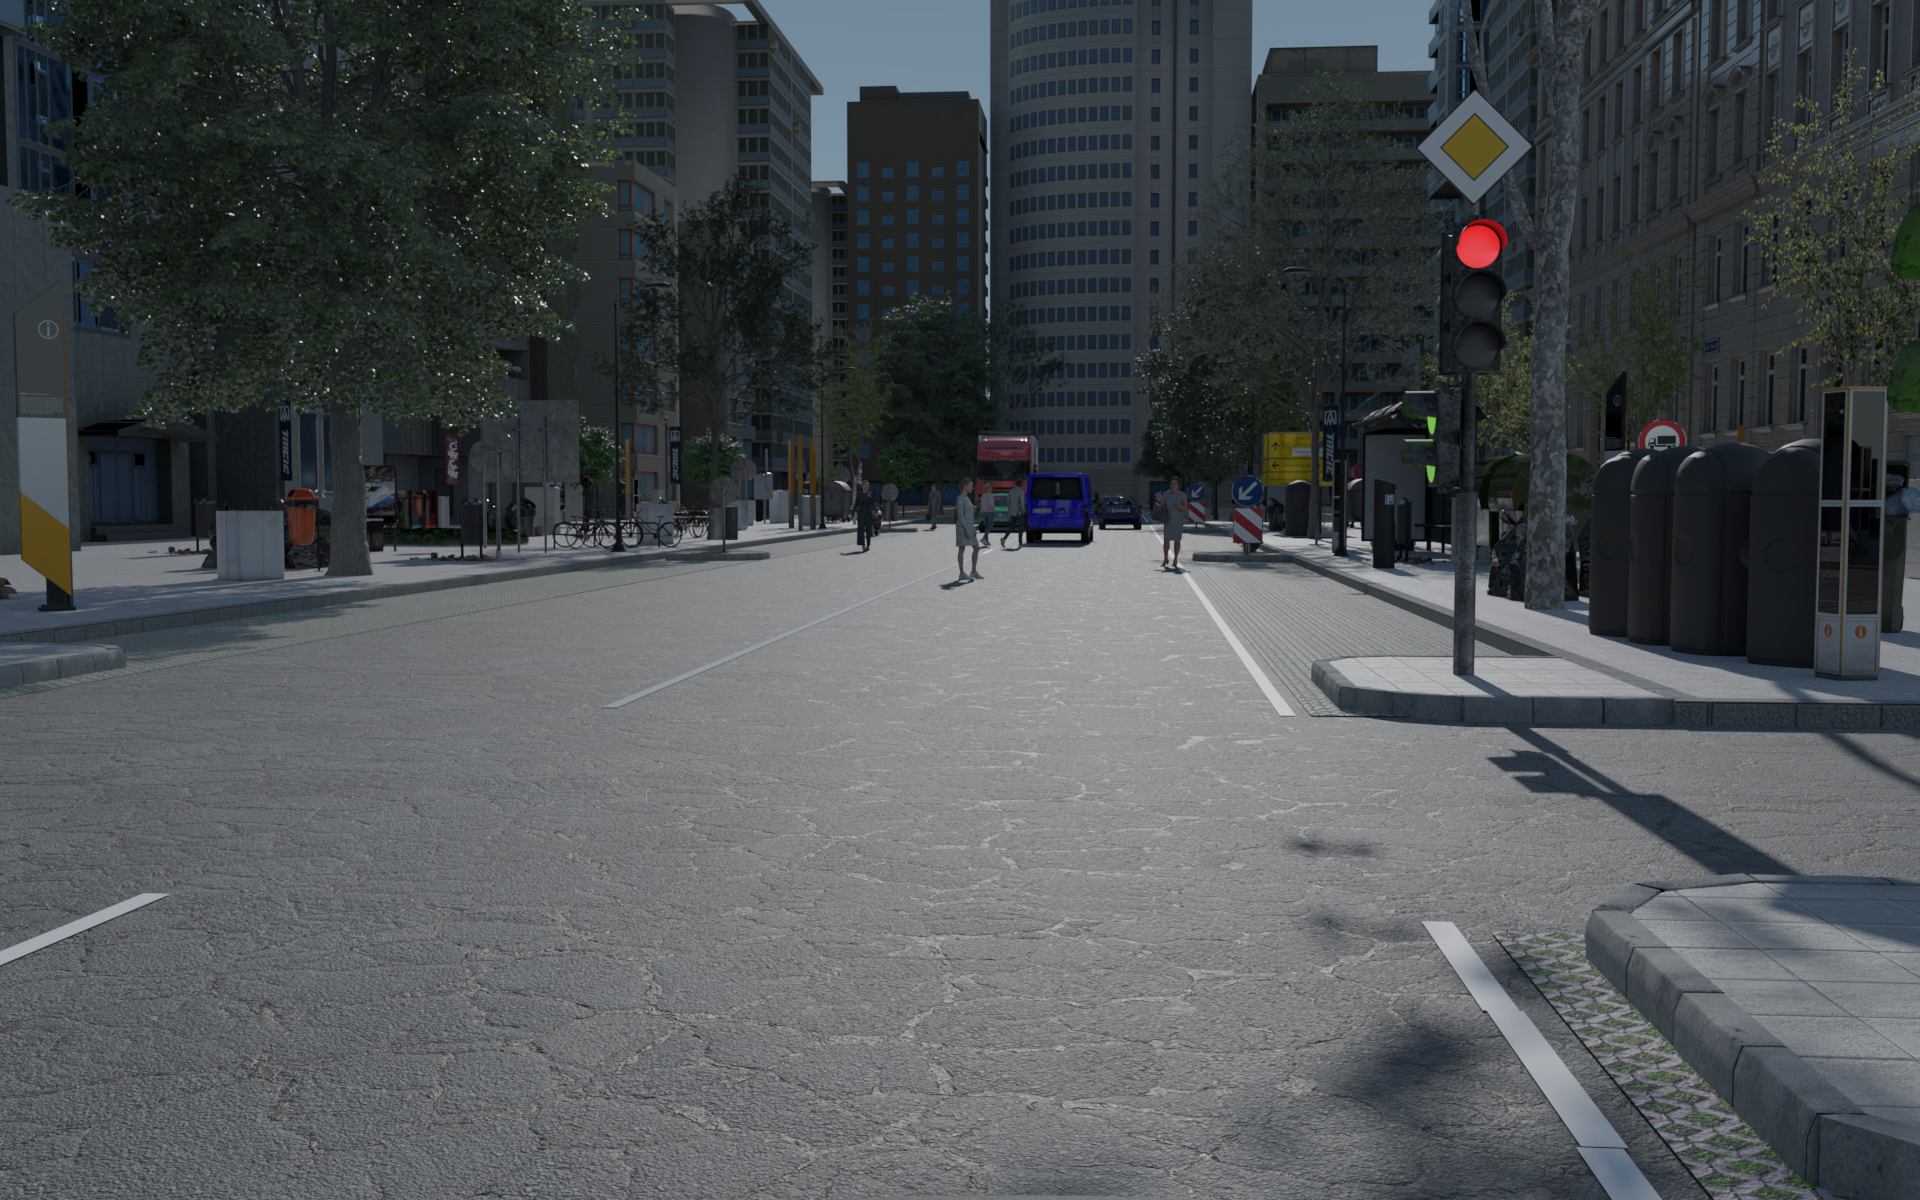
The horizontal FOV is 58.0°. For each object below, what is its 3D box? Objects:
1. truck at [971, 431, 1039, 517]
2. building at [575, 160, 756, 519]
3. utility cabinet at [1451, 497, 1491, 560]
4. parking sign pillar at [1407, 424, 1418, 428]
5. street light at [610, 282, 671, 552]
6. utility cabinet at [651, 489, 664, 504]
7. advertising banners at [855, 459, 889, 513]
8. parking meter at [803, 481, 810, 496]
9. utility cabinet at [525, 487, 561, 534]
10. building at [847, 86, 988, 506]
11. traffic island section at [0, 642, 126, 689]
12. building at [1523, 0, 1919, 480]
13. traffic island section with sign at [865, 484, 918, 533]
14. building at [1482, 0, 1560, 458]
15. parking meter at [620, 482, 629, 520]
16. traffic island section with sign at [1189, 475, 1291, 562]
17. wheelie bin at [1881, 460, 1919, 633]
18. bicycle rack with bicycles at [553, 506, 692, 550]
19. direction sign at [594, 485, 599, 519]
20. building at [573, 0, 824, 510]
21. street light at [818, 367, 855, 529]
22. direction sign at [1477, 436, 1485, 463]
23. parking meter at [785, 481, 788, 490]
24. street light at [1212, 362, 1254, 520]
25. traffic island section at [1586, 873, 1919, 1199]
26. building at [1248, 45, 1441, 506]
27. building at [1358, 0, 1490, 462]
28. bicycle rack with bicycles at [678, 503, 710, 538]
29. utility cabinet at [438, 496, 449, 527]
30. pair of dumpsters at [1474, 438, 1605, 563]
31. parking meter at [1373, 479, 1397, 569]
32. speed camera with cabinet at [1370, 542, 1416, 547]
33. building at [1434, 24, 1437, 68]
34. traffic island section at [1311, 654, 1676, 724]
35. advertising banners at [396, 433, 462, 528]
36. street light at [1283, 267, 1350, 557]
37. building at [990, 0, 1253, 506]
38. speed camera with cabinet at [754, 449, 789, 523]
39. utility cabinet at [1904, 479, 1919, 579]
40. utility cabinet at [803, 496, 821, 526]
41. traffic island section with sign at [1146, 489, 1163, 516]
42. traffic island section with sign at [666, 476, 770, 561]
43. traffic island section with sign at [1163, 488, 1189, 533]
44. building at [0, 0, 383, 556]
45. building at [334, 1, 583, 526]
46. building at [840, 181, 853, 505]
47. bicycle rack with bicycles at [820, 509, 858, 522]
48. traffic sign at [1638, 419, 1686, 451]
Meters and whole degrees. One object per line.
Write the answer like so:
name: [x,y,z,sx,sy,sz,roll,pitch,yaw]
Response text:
truck: [2.195,-5.494,78.743,2.839,4.237,11.283,0,4,4]
building: [-29.190,-15.931,105.511,27.650,21.520,28.899,0,4,5]
utility cabinet: [10.078,-1.372,33.597,1.020,1.237,0.306,0,4,0]
parking sign pillar: [16.928,-4.577,63.303,1.447,3.967,1.447,2,4,31]
street light: [-7.038,-4.014,38.164,1.470,5.913,1.316,0,4,5]
utility cabinet: [-13.779,-4.303,79.035,0.318,1.500,1.173,-2,4,-24]
advertising banners: [-4.369,-5.480,85.784,2.074,3.025,0.090,2,4,34]
parking meter: [-6.917,-4.441,78.321,0.255,1.863,0.399,1,4,19]
utility cabinet: [-13.186,-2.819,54.762,1.173,1.500,0.318,2,4,27]
building: [-4.410,-33.217,193.211,14.200,45.320,14.600,0,4,5]
traffic island section: [-7.936,0.541,13.428,2.009,0.180,2.903,0,4,5]
building: [32.451,-16.806,72.037,12.463,27.353,25.104,0,4,5]
traffic island section with sign: [-2.630,-3.444,64.932,1.989,1.847,2.006,0,4,5]
building: [44.536,-25.037,101.239,32.217,40.220,23.993,0,4,5]
parking meter: [-16.349,-4.824,84.581,0.399,1.863,0.255,2,4,24]
traffic island section with sign: [5.997,-1.741,37.086,1.989,1.847,2.006,0,4,5]
wheelie bin: [8.528,-0.507,16.202,0.980,1.594,0.693,2,4,25]
bicycle rack with bicycles: [-8.389,-1.680,40.847,2.925,0.926,2.852,1,4,20]
direction sign: [-18.852,-5.991,89.948,0.379,3.537,0.876,0,4,1]
building: [-24.237,-27.191,136.454,23.993,40.220,32.217,0,4,5]
street light: [-4.521,-5.565,63.527,1.470,5.913,1.316,0,4,5]
direction sign: [20.222,-4.619,67.510,0.379,3.537,0.876,-1,4,-9]
parking meter: [-7.828,-4.515,79.536,0.399,1.863,0.255,0,4,-7]
street light: [9.690,-5.387,60.623,1.470,5.913,1.316,0,4,5]
traffic island section: [2.834,1.096,4.365,2.009,0.180,2.903,0,4,5]
building: [42.580,-34.731,191.551,21.600,48.544,21.300,0,4,5]
building: [43.320,-49.855,127.804,22.319,86.520,31.000,0,4,5]
bicycle rack with bicycles: [-8.261,-2.311,51.168,2.852,0.926,2.925,3,5,43]
utility cabinet: [-16.617,-2.710,55.463,0.306,1.237,1.020,-2,4,-30]
pair of dumpsters: [9.927,-1.697,30.248,1.574,2.255,4.437,0,4,5]
parking meter: [7.330,-1.315,29.913,0.372,1.533,0.369,0,3,0]
speed camera with cabinet: [11.069,-2.924,42.151,2.038,3.252,0.660,0,4,-8]
building: [67.415,-39.591,189.309,28.212,58.520,21.231,0,4,5]
traffic island section: [3.602,0.610,12.313,2.009,0.180,2.903,0,4,5]
advertising banners: [-15.203,-3.263,49.540,2.074,3.025,0.090,-3,4,-38]
street light: [7.319,-3.855,35.574,1.470,5.913,1.316,0,4,5]
building: [17.663,-39.894,194.268,28.212,58.520,21.231,0,4,5]
speed camera with cabinet: [-8.245,-5.016,76.353,0.660,3.252,2.038,2,4,32]
utility cabinet: [14.523,-1.062,26.037,0.318,1.500,1.173,1,4,10]
utility cabinet: [-6.087,-3.618,70.322,0.306,1.237,1.020,2,4,35]
traffic island section with sign: [13.410,-6.428,113.729,1.989,1.847,2.006,0,4,5]
traffic island section with sign: [-5.237,-1.793,37.942,1.989,1.847,2.006,0,4,5]
traffic island section with sign: [8.615,-3.391,64.071,1.989,1.847,2.006,0,4,5]
building: [-30.350,-44.623,42.262,22.319,86.520,31.000,0,4,5]
building: [-25.304,-18.497,74.125,14.160,30.474,14.107,0,4,5]
building: [-23.032,-31.341,204.308,23.993,40.220,32.217,0,4,5]
bicycle rack with bicycles: [-5.798,-4.104,80.486,2.925,0.926,2.852,-1,4,-11]
traffic sign: [11.937,-1.799,29.514,0.768,2.556,0.104,1,4,13]
